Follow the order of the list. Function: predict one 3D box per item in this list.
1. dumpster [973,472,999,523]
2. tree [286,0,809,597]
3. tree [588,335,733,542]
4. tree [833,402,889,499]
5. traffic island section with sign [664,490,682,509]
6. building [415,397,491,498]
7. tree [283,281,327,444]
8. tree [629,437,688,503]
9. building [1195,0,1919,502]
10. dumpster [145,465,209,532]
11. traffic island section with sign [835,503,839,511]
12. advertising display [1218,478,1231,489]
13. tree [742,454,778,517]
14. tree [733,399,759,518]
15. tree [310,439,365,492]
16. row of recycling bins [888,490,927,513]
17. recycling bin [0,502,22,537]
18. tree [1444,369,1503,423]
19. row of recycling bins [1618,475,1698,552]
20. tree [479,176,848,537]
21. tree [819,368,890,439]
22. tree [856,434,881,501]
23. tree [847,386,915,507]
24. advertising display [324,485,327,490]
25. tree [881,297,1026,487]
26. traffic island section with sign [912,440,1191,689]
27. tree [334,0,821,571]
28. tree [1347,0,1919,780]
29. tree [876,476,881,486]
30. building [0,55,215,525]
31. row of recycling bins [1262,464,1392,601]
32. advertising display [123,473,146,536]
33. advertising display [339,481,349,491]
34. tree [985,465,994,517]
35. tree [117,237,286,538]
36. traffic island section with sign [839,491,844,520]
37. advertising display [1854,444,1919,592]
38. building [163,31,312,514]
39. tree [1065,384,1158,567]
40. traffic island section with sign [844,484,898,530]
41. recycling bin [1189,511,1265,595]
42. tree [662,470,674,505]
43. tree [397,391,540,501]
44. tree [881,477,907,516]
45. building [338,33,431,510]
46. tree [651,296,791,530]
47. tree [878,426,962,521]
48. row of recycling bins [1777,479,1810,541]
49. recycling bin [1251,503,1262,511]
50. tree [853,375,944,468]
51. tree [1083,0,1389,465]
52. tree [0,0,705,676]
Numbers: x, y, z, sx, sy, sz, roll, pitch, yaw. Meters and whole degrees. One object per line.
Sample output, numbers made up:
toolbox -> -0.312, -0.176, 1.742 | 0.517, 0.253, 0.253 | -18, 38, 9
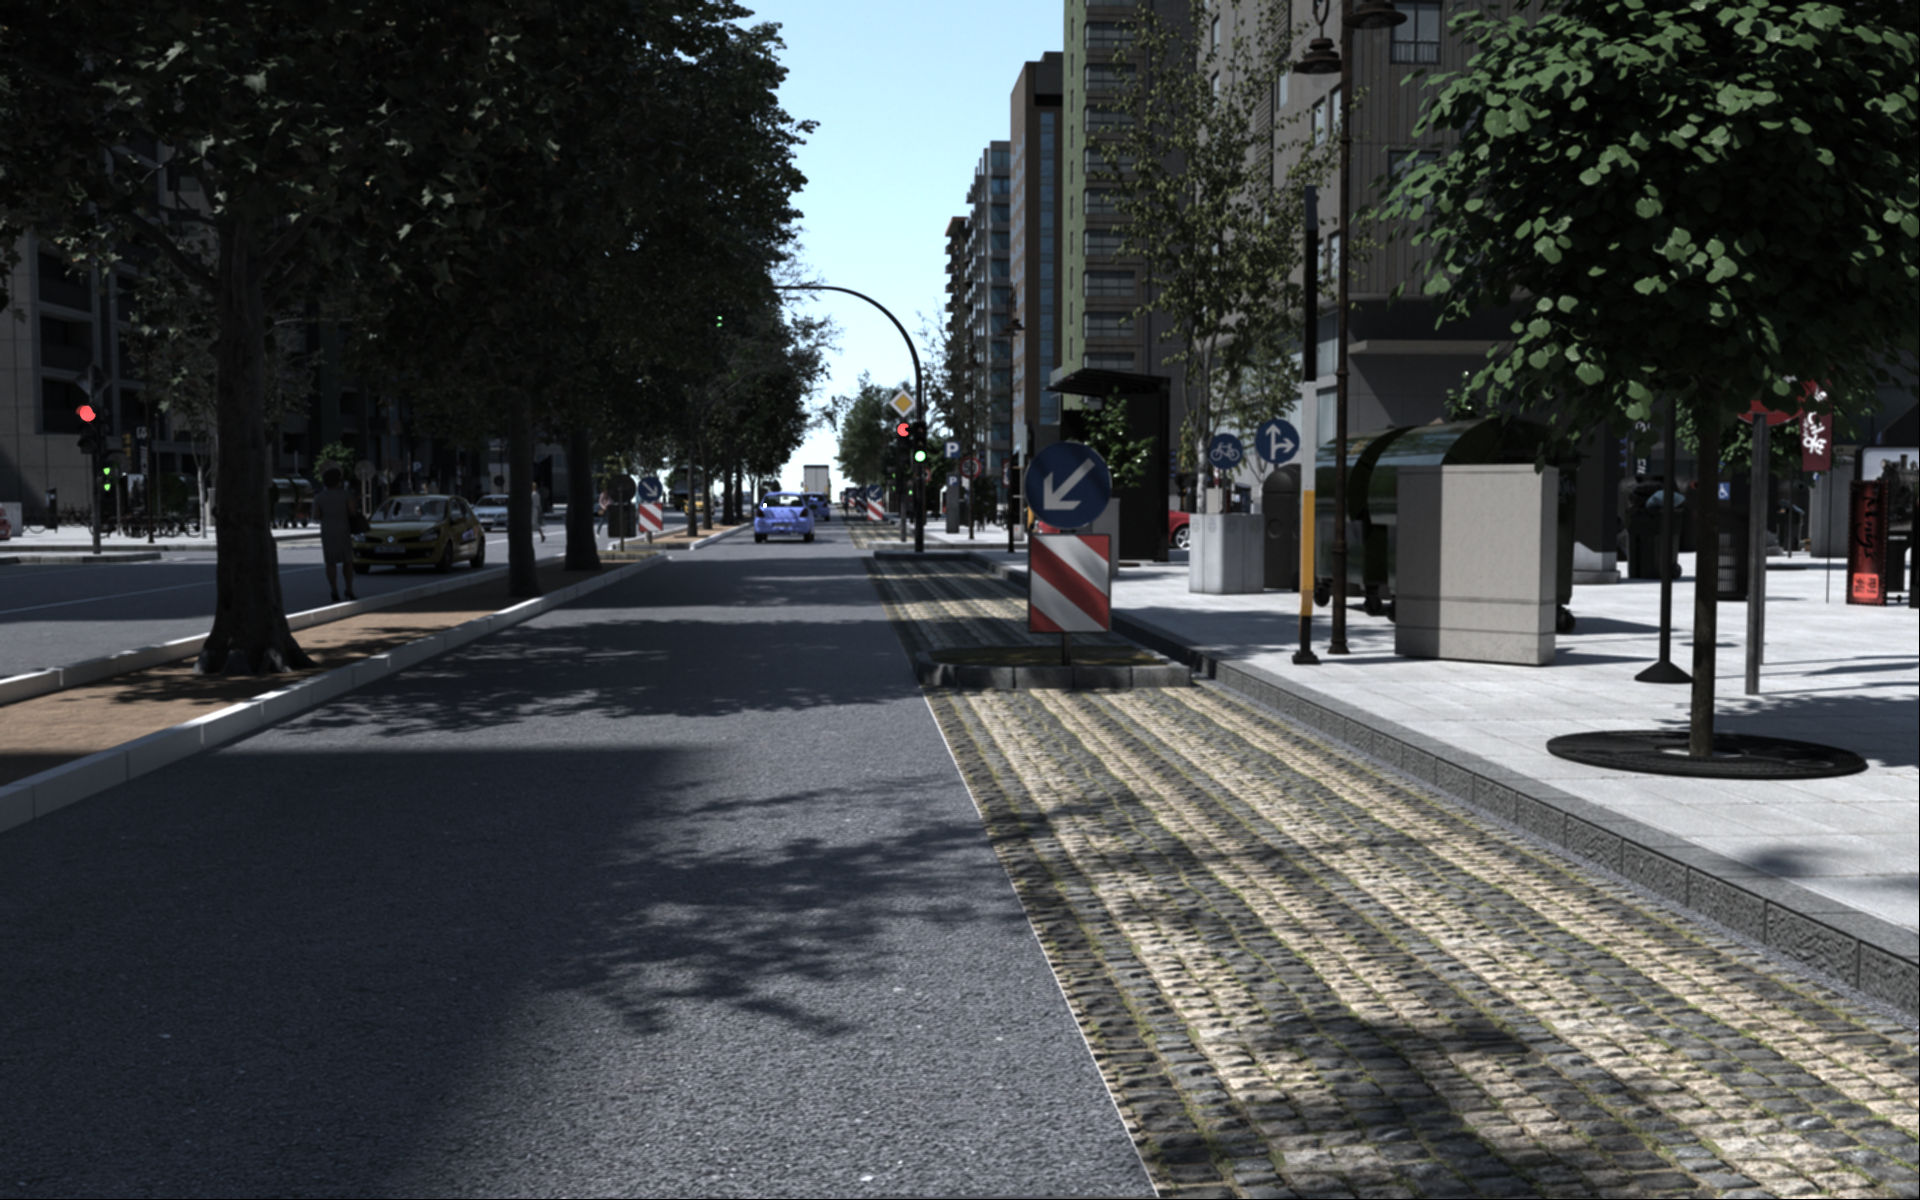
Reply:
dumpster -> 0.884, -4.464, 75.484 | 1.502, 2.255, 1.985 | 0, 4, -4
tree -> -5.945, -6.283, 23.320 | 7.486, 12.596, 7.792 | 0, 3, 0
tree -> -8.811, -5.848, 48.438 | 4.737, 8.622, 4.395 | 0, 3, 0
tree -> -12.277, -18.086, 213.840 | 7.486, 12.596, 7.792 | 0, 3, 0
traffic island section with sign -> -28.547, -9.966, 171.576 | 1.989, 1.847, 2.006 | 0, 4, -4
building -> -50.436, -23.383, 154.008 | 14.160, 30.474, 14.107 | 0, 4, -4
tree -> -22.586, -6.446, 55.752 | 4.360, 8.622, 3.978 | 0, 3, 0
tree -> -31.253, -15.012, 179.864 | 8.767, 10.594, 7.601 | -1, 4, -14
building -> 26.114, -29.816, 76.727 | 27.495, 52.752, 28.713 | 0, 4, -4
dumpster -> -26.559, -3.435, 58.657 | 1.502, 2.255, 1.985 | 0, 4, -4
traffic island section with sign -> -9.201, -8.313, 144.552 | 1.989, 1.847, 2.006 | 0, 4, -4
advertising display -> 10.705, -3.964, 70.031 | 0.123, 1.923, 0.974 | 2, 4, 34
tree -> -12.829, -9.423, 106.887 | 4.360, 8.622, 3.978 | 0, 3, 0
tree -> -11.625, -8.188, 86.695 | 4.737, 8.622, 4.395 | 0, 3, 0
tree -> -36.666, -7.271, 102.590 | 4.285, 4.588, 4.351 | 0, 3, 0
row of recycling bins -> -3.529, -6.657, 115.953 | 1.069, 1.692, 3.534 | -3, 5, -44
recycling bin -> -28.590, -2.398, 51.761 | 0.722, 1.027, 0.722 | 1, 4, 19
tree -> 7.874, -1.991, 27.149 | 1.663, 3.219, 1.824 | 0, 3, 0
row of recycling bins -> 15.774, -1.918, 38.475 | 3.534, 1.692, 1.069 | -3, 4, -37
tree -> -8.934, -8.833, 57.245 | 12.009, 13.543, 11.850 | 0, 3, 0
tree -> -15.428, -24.942, 263.687 | 12.611, 20.169, 13.585 | 0, 3, 0
tree -> -8.432, -13.836, 176.574 | 4.360, 8.622, 3.978 | 0, 3, 0
tree -> -7.291, -14.706, 166.200 | 9.928, 11.665, 9.643 | 0, 3, 0
advertising display -> -35.230, -5.633, 97.320 | 0.974, 1.923, 0.123 | 0, 4, -5
tree -> 0.017, -6.984, 64.544 | 4.360, 8.622, 3.978 | 0, 3, 0
traffic island section with sign -> 0.639, -0.304, 13.601 | 1.989, 1.847, 2.006 | 0, 4, -4
tree -> -7.061, -7.514, 31.973 | 9.857, 13.997, 8.962 | 0, 3, 0
tree -> 3.564, -1.509, 8.394 | 4.285, 4.588, 4.351 | 0, 3, 0
tree -> -6.757, -9.884, 156.199 | 1.663, 3.219, 1.824 | 0, 3, 0
building -> -46.923, -39.200, 79.177 | 20.563, 71.187, 20.611 | 0, 4, -4
row of recycling bins -> 4.983, -0.925, 22.243 | 1.069, 1.692, 3.534 | -1, 4, -21
advertising display -> -25.245, -2.923, 53.003 | 0.123, 1.923, 0.974 | 0, 4, 5
advertising display -> -29.593, -4.784, 83.436 | 0.123, 1.923, 0.974 | 0, 4, -7
tree -> 1.183, -6.286, 97.377 | 1.663, 3.219, 1.824 | 0, 3, 0
tree -> -21.828, -6.075, 49.681 | 4.360, 8.622, 3.978 | 0, 3, 0
traffic island section with sign -> -5.521, -5.325, 95.688 | 1.989, 1.847, 2.006 | 0, 4, -4
advertising display -> 12.147, -1.063, 22.597 | 0.974, 1.923, 0.123 | 0, 4, -4
building -> -47.034, -20.434, 105.794 | 14.160, 30.474, 14.107 | 0, 4, -4
tree -> 2.776, -2.201, 30.592 | 1.663, 3.219, 1.824 | 0, 3, 0
traffic island section with sign -> -3.506, -3.674, 68.704 | 1.989, 1.847, 2.006 | 0, 4, -4
recycling bin -> 3.446, -0.602, 22.394 | 0.722, 1.027, 0.722 | -2, 4, -27
tree -> -33.905, -13.695, 207.624 | 4.285, 4.588, 4.351 | 0, 3, 0
tree -> -24.153, -9.230, 85.324 | 7.601, 10.594, 8.767 | 0, 4, -6
tree -> -3.354, -6.514, 101.111 | 1.663, 3.219, 1.824 | 0, 3, 0
building -> -53.431, -29.166, 131.487 | 22.147, 44.769, 28.867 | 0, 4, -4
tree -> -10.213, -8.609, 68.964 | 9.928, 11.665, 9.643 | 0, 3, 0
tree -> -1.167, -6.090, 83.291 | 4.285, 4.588, 4.351 | 0, 3, 0
row of recycling bins -> 21.660, -2.512, 48.176 | 3.534, 1.692, 1.069 | 1, 4, 16
recycling bin -> 8.189, -2.124, 47.279 | 0.722, 1.027, 0.722 | -1, 4, -10
tree -> -4.903, -12.272, 135.054 | 7.601, 10.594, 8.767 | 1, 4, 15
tree -> 3.638, -4.527, 24.386 | 4.737, 8.622, 4.395 | 0, 3, 0
tree -> -5.767, -5.756, 13.583 | 9.611, 12.733, 9.660 | 0, 3, 0
